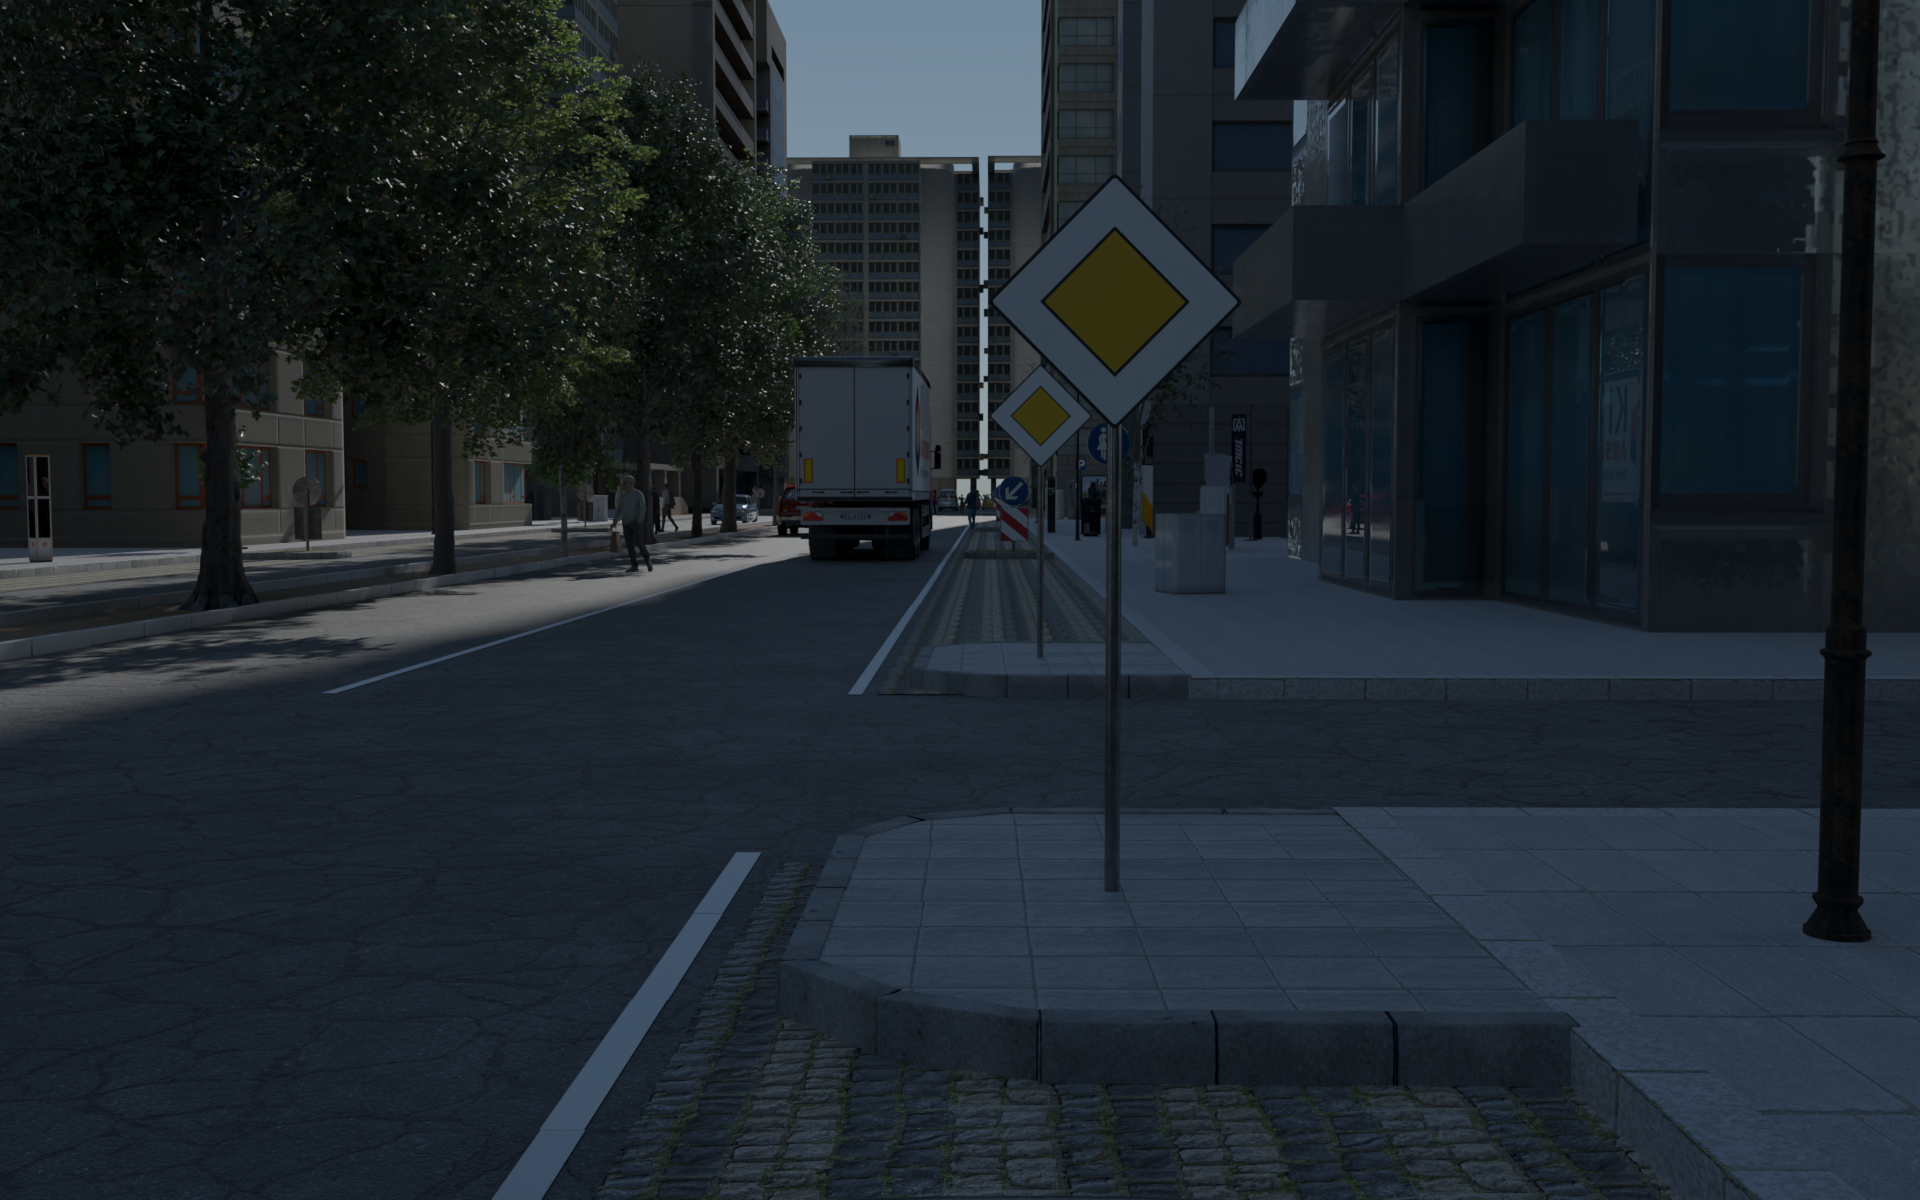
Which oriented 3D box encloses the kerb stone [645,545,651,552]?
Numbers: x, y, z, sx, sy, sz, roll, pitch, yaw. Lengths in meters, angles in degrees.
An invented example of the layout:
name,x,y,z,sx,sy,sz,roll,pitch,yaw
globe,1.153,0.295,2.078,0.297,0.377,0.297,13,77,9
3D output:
name,x,y,z,sx,sy,sz,roll,pitch,yaw
kerb stone,-7.798,-1.235,42.465,0.120,0.150,1.000,0,4,1

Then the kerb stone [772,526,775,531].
name,x,y,z,sx,sy,sz,roll,pitch,yaw
kerb stone,-7.379,-2.741,67.040,0.120,0.150,1.000,0,4,1

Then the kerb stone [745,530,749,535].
name,x,y,z,sx,sy,sz,roll,pitch,yaw
kerb stone,-7.493,-2.301,59.867,0.120,0.150,1.000,0,4,1

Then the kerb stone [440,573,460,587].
name,x,y,z,sx,sy,sz,roll,pitch,yaw
kerb stone,-8.069,-0.300,27.097,0.120,0.150,1.000,0,4,1

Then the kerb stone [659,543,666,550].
name,x,y,z,sx,sy,sz,roll,pitch,yaw
kerb stone,-7.764,-1.365,44.509,0.120,0.150,1.000,0,4,1

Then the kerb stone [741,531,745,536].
name,x,y,z,sx,sy,sz,roll,pitch,yaw
kerb stone,-7.518,-2.241,58.841,0.120,0.150,1.000,0,4,1

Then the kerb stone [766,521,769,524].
name,x,y,z,sx,sy,sz,roll,pitch,yaw
kerb stone,-9.229,-3.620,81.448,0.120,0.150,1.000,0,4,1

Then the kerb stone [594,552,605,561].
name,x,y,z,sx,sy,sz,roll,pitch,yaw
kerb stone,-7.887,-0.923,37.329,0.120,0.150,1.000,0,4,1

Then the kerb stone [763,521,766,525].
name,x,y,z,sx,sy,sz,roll,pitch,yaw
kerb stone,-9.245,-3.561,80.426,0.120,0.150,1.000,0,4,1

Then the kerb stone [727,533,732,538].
name,x,y,z,sx,sy,sz,roll,pitch,yaw
kerb stone,-7.573,-2.054,55.774,0.120,0.150,1.000,0,4,1

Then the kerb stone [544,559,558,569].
name,x,y,z,sx,sy,sz,roll,pitch,yaw
kerb stone,-7.957,-0.669,33.233,0.120,0.150,1.000,0,4,1

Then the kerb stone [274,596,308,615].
name,x,y,z,sx,sy,sz,roll,pitch,yaw
kerb stone,-8.173,0.076,20.951,0.120,0.150,1.000,0,4,1

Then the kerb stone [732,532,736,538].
name,x,y,z,sx,sy,sz,roll,pitch,yaw
kerb stone,-7.546,-2.113,56.797,0.120,0.150,1.000,0,4,1

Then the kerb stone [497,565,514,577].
name,x,y,z,sx,sy,sz,roll,pitch,yaw
kerb stone,-8.008,-0.487,30.164,0.120,0.150,1.000,0,4,1

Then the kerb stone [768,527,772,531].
name,x,y,z,sx,sy,sz,roll,pitch,yaw
kerb stone,-7.396,-2.680,66.011,0.120,0.150,1.000,0,4,1

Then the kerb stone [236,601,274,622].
name,x,y,z,sx,sy,sz,roll,pitch,yaw
kerb stone,-8.186,0.141,19.929,0.120,0.150,1.000,0,4,1

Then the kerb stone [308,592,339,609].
name,x,y,z,sx,sy,sz,roll,pitch,yaw
kerb stone,-8.154,0.014,21.973,0.120,0.150,1.000,0,4,1

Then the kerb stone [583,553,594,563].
name,x,y,z,sx,sy,sz,roll,pitch,yaw
kerb stone,-7.903,-0.857,36.302,0.120,0.150,1.000,0,4,1

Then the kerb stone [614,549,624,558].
name,x,y,z,sx,sy,sz,roll,pitch,yaw
kerb stone,-7.855,-1.050,39.379,0.120,0.150,1.000,0,4,1

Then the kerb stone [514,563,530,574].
name,x,y,z,sx,sy,sz,roll,pitch,yaw
kerb stone,-7.991,-0.547,31.188,0.120,0.150,1.000,0,4,1

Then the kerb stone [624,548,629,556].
name,x,y,z,sx,sy,sz,roll,pitch,yaw
kerb stone,-7.834,-1.112,40.412,0.120,0.150,1.000,0,4,1

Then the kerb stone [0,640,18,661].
name,x,y,z,sx,sy,sz,roll,pitch,yaw
kerb stone,-8.277,0.455,14.800,0.120,0.150,1.000,0,4,1

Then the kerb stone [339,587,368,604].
name,x,y,z,sx,sy,sz,roll,pitch,yaw
kerb stone,-8.134,-0.044,22.995,0.120,0.150,1.000,0,4,1

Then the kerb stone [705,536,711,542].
name,x,y,z,sx,sy,sz,roll,pitch,yaw
kerb stone,-7.645,-1.803,51.674,0.120,0.150,1.000,0,4,1

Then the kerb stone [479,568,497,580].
name,x,y,z,sx,sy,sz,roll,pitch,yaw
kerb stone,-8.037,-0.422,29.142,0.120,0.150,1.000,0,4,1

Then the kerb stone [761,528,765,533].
name,x,y,z,sx,sy,sz,roll,pitch,yaw
kerb stone,-7.432,-2.554,63.961,0.120,0.150,1.000,0,4,1

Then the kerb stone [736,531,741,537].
name,x,y,z,sx,sy,sz,roll,pitch,yaw
kerb stone,-7.535,-2.178,57.819,0.120,0.150,1.000,0,4,1

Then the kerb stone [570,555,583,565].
name,x,y,z,sx,sy,sz,roll,pitch,yaw
kerb stone,-7.919,-0.800,35.280,0.120,0.150,1.000,0,4,1

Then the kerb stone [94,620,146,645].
name,x,y,z,sx,sy,sz,roll,pitch,yaw
kerb stone,-8.248,0.331,16.857,0.120,0.150,1.000,0,4,1

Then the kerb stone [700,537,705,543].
name,x,y,z,sx,sy,sz,roll,pitch,yaw
kerb stone,-7.660,-1.737,50.652,0.120,0.150,1.000,0,4,1

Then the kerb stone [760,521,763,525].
name,x,y,z,sx,sy,sz,roll,pitch,yaw
kerb stone,-9.262,-3.499,79.404,0.120,0.150,1.000,0,4,1

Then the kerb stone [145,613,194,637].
name,x,y,z,sx,sy,sz,roll,pitch,yaw
kerb stone,-8.226,0.264,17.879,0.120,0.150,1.000,0,4,1

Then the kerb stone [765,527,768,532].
name,x,y,z,sx,sy,sz,roll,pitch,yaw
kerb stone,-7.411,-2.617,64.989,0.120,0.150,1.000,0,4,1

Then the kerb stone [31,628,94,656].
name,x,y,z,sx,sy,sz,roll,pitch,yaw
kerb stone,-8.255,0.390,15.827,0.120,0.150,1.000,0,4,1

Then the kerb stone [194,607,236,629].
name,x,y,z,sx,sy,sz,roll,pitch,yaw
kerb stone,-8.207,0.205,18.901,0.120,0.150,1.000,0,4,1

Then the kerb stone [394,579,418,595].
name,x,y,z,sx,sy,sz,roll,pitch,yaw
kerb stone,-8.100,-0.174,25.043,0.120,0.150,1.000,0,4,1

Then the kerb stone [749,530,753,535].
name,x,y,z,sx,sy,sz,roll,pitch,yaw
kerb stone,-7.479,-2.367,60.889,0.120,0.150,1.000,0,4,1

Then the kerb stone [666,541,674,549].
name,x,y,z,sx,sy,sz,roll,pitch,yaw
kerb stone,-7.746,-1.425,45.531,0.120,0.150,1.000,0,4,1

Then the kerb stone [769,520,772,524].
name,x,y,z,sx,sy,sz,roll,pitch,yaw
kerb stone,-9.213,-3.687,82.479,0.120,0.150,1.000,0,4,1

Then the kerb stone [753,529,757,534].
name,x,y,z,sx,sy,sz,roll,pitch,yaw
kerb stone,-7.470,-2.426,61.911,0.120,0.150,1.000,0,4,1

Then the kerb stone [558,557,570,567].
name,x,y,z,sx,sy,sz,roll,pitch,yaw
kerb stone,-7.939,-0.736,34.258,0.120,0.150,1.000,0,4,1

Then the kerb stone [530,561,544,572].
name,x,y,z,sx,sy,sz,roll,pitch,yaw
kerb stone,-7.979,-0.612,32.210,0.120,0.150,1.000,0,4,1

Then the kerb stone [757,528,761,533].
name,x,y,z,sx,sy,sz,roll,pitch,yaw
kerb stone,-7.441,-2.492,62.933,0.120,0.150,1.000,0,4,1

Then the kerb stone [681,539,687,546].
name,x,y,z,sx,sy,sz,roll,pitch,yaw
kerb stone,-7.709,-1.553,47.581,0.120,0.150,1.000,0,4,1

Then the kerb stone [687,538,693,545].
name,x,y,z,sx,sy,sz,roll,pitch,yaw
kerb stone,-7.701,-1.615,48.607,0.120,0.150,1.000,0,4,1

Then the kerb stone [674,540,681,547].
name,x,y,z,sx,sy,sz,roll,pitch,yaw
kerb stone,-7.726,-1.486,46.553,0.120,0.150,1.000,0,4,1

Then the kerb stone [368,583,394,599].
name,x,y,z,sx,sy,sz,roll,pitch,yaw
kerb stone,-8.119,-0.111,24.017,0.120,0.150,1.000,0,4,1

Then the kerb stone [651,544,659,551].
name,x,y,z,sx,sy,sz,roll,pitch,yaw
kerb stone,-7.785,-1.302,43.487,0.120,0.150,1.000,0,4,1

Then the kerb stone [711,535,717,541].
name,x,y,z,sx,sy,sz,roll,pitch,yaw
kerb stone,-7.623,-1.866,52.701,0.120,0.150,1.000,0,4,1

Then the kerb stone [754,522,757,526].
name,x,y,z,sx,sy,sz,roll,pitch,yaw
kerb stone,-9.306,-3.374,77.354,0.120,0.150,1.000,0,4,1

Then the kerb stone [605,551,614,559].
name,x,y,z,sx,sy,sz,roll,pitch,yaw
kerb stone,-7.876,-0.988,38.351,0.120,0.150,1.000,0,4,1

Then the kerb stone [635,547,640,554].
name,x,y,z,sx,sy,sz,roll,pitch,yaw
kerb stone,-7.821,-1.177,41.442,0.120,0.150,1.000,0,4,1

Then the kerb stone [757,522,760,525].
name,x,y,z,sx,sy,sz,roll,pitch,yaw
kerb stone,-9.278,-3.436,78.382,0.120,0.150,1.000,0,4,1

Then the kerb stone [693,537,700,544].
name,x,y,z,sx,sy,sz,roll,pitch,yaw
kerb stone,-7.676,-1.678,49.629,0.120,0.150,1.000,0,4,1

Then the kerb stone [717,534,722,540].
name,x,y,z,sx,sy,sz,roll,pitch,yaw
kerb stone,-7.614,-1.920,53.724,0.120,0.150,1.000,0,4,1

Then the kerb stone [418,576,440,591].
name,x,y,z,sx,sy,sz,roll,pitch,yaw
kerb stone,-8.084,-0.237,26.075,0.120,0.150,1.000,0,4,1

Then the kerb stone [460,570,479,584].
name,x,y,z,sx,sy,sz,roll,pitch,yaw
kerb stone,-8.055,-0.360,28.120,0.120,0.150,1.000,0,4,1

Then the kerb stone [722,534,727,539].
name,x,y,z,sx,sy,sz,roll,pitch,yaw
kerb stone,-7.592,-1.987,54.751,0.120,0.150,1.000,0,4,1
